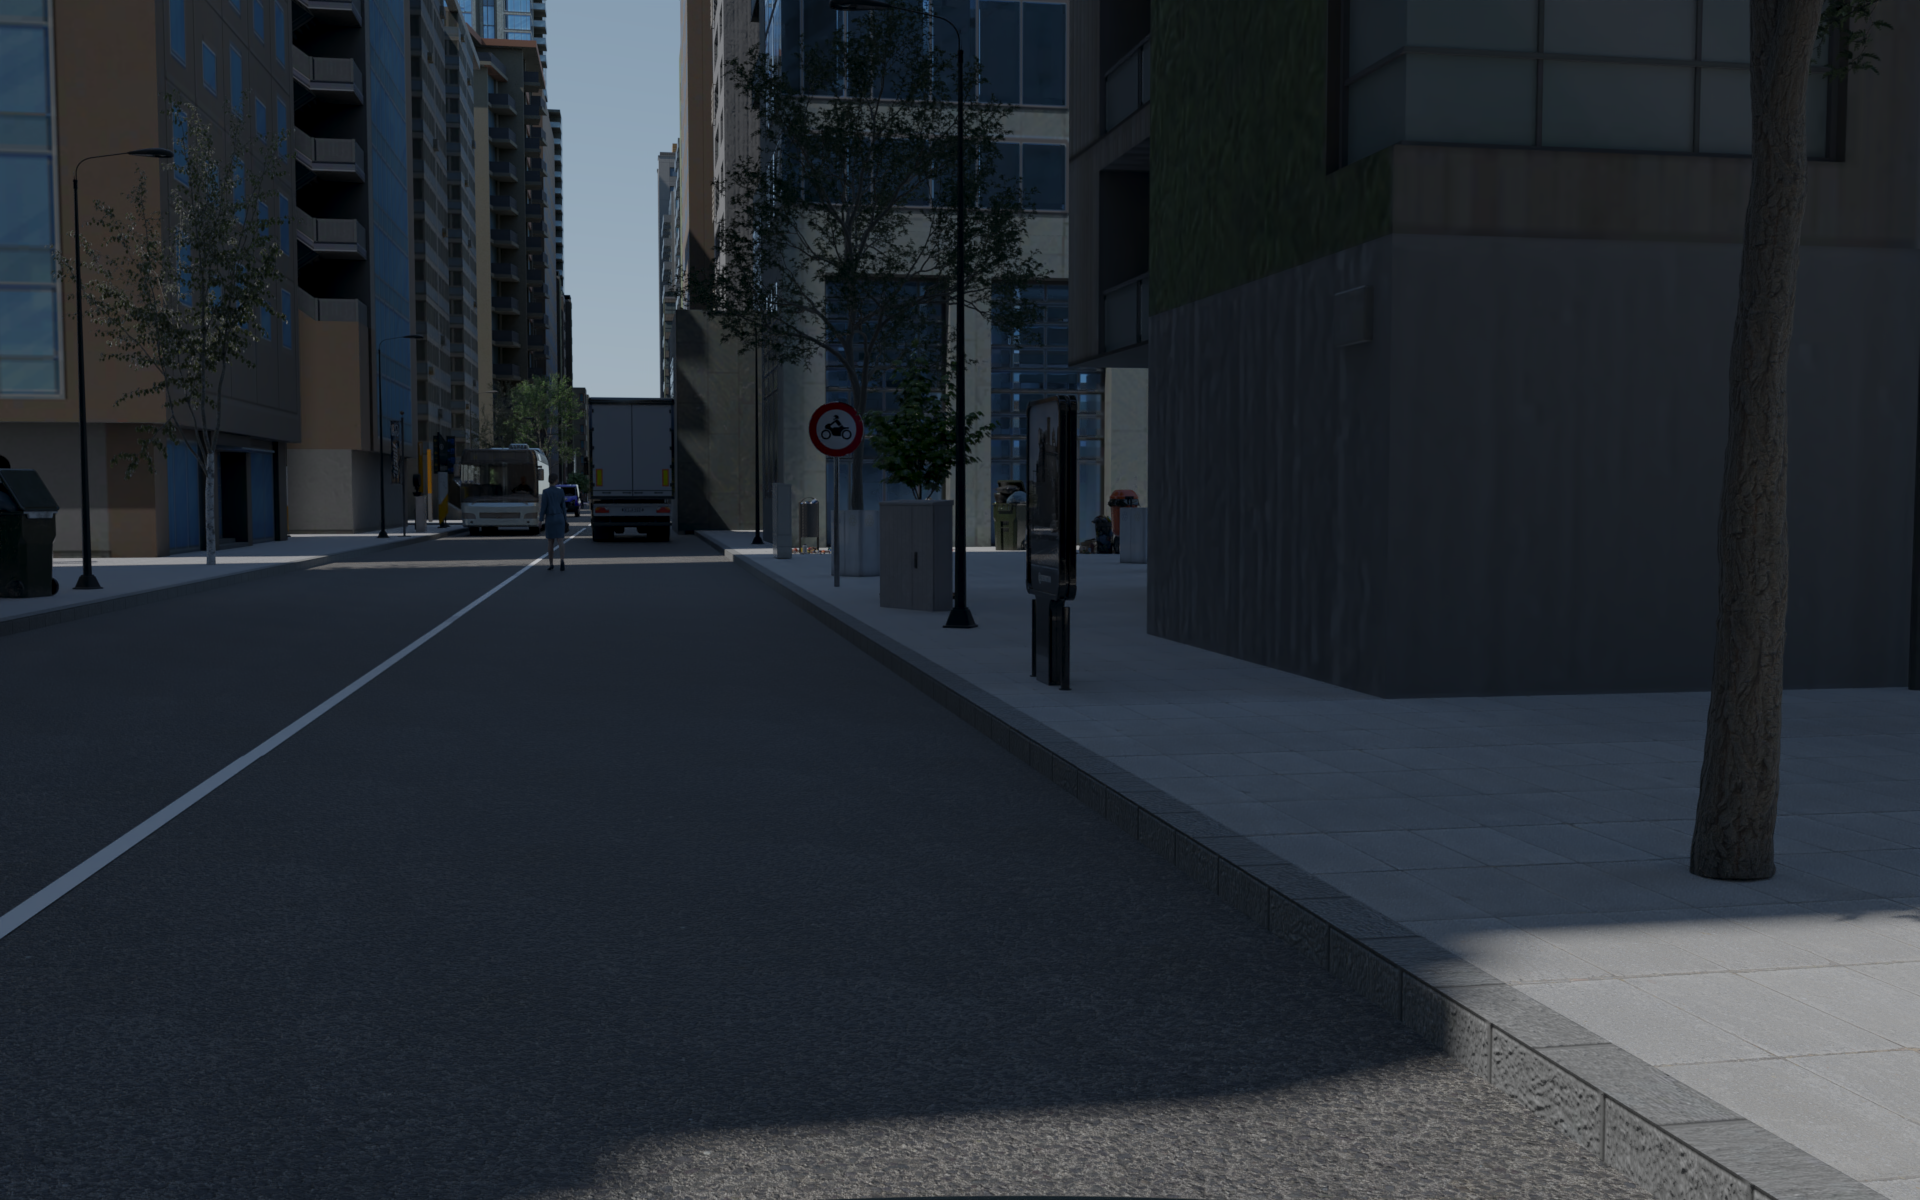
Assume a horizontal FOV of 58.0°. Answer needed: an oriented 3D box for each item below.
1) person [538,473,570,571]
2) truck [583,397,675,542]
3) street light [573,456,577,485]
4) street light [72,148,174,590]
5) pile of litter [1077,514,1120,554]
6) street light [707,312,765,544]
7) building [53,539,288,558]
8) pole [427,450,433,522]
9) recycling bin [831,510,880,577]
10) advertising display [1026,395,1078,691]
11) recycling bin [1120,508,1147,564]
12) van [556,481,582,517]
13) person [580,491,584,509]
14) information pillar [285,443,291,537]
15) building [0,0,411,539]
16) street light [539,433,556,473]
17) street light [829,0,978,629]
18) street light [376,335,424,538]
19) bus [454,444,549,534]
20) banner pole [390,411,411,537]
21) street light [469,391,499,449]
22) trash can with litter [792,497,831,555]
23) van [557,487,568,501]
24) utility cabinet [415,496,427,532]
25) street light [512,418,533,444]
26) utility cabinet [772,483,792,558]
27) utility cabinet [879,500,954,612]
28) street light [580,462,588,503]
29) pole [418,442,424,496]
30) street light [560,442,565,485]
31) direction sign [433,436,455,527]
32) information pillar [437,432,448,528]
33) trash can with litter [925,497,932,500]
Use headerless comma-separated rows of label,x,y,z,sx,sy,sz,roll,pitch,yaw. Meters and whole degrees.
person,-7.577,-1.456,32.327,0.581,1.822,0.654,-1,4,-21
truck,-10.669,-4.083,55.671,2.839,4.237,11.283,-1,4,-12
street light,-40.967,-12.767,181.283,1.470,5.913,1.316,-1,4,-11
street light,-11.252,-3.105,23.315,1.470,5.913,1.316,-1,4,-11
pile of litter,3.067,-1.429,37.330,1.719,0.858,1.176,1,4,17
street light,-5.707,-4.372,44.023,1.470,5.913,1.316,-1,4,-11
building,-23.845,-23.777,38.864,14.600,45.320,14.200,-1,4,-11
pole,-24.267,-5.226,79.290,0.158,3.312,0.155,0,3,0
recycling bin,-1.540,-0.896,27.201,0.722,1.027,0.722,3,5,44
advertising display,0.611,-0.397,11.709,0.123,1.923,0.974,-1,4,-11
recycling bin,3.458,-1.202,32.211,0.722,1.027,0.722,-2,4,-34
van,-24.993,-6.420,109.345,2.240,2.365,5.245,-1,4,-11
person,-37.209,-9.833,169.792,0.750,1.759,0.617,2,4,25
information pillar,-20.187,-3.680,51.522,0.183,3.616,0.504,1,4,17
building,-27.284,-25.051,59.691,14.200,45.320,14.600,-1,4,-11
street light,-31.587,-9.778,132.419,1.470,5.913,1.316,-1,4,-11
street light,-0.529,-2.683,16.406,1.470,5.913,1.316,-1,4,-11
street light,-16.306,-4.766,50.470,1.470,5.913,1.316,-1,4,-11
bus,-16.786,-4.252,64.387,2.948,3.499,13.247,-1,4,-12
banner pole,-16.826,-3.787,51.936,0.401,3.779,0.863,1,4,15
street light,-21.437,-6.444,77.903,1.470,5.913,1.316,-1,4,-11
trash can with litter,-2.927,-1.637,37.820,2.233,1.210,1.678,-3,5,-44
van,-22.520,-5.375,94.900,2.013,2.044,4.112,-1,4,-12
utility cabinet,-18.165,-2.887,58.364,0.306,1.237,1.020,-1,4,-13
street light,-26.571,-8.105,105.059,1.470,5.913,1.316,-1,4,-11
utility cabinet,-3.552,-1.590,34.681,0.318,1.500,1.173,-1,4,-10
utility cabinet,-0.500,-0.499,19.327,0.306,1.237,1.020,-3,4,-38
street light,-45.938,-14.429,208.453,1.470,5.913,1.316,-1,4,-11
pole,-21.154,-4.533,67.955,0.158,3.312,0.155,0,3,0
street light,-35.748,-11.080,153.695,1.470,5.913,1.316,-1,4,-11
direction sign,-20.010,-4.604,67.267,0.876,3.537,0.379,-3,4,-39
information pillar,-19.469,-4.515,65.169,0.183,3.616,0.504,1,4,20
trash can with litter,-0.720,-1.727,39.293,1.678,1.210,2.233,-1,4,-13
